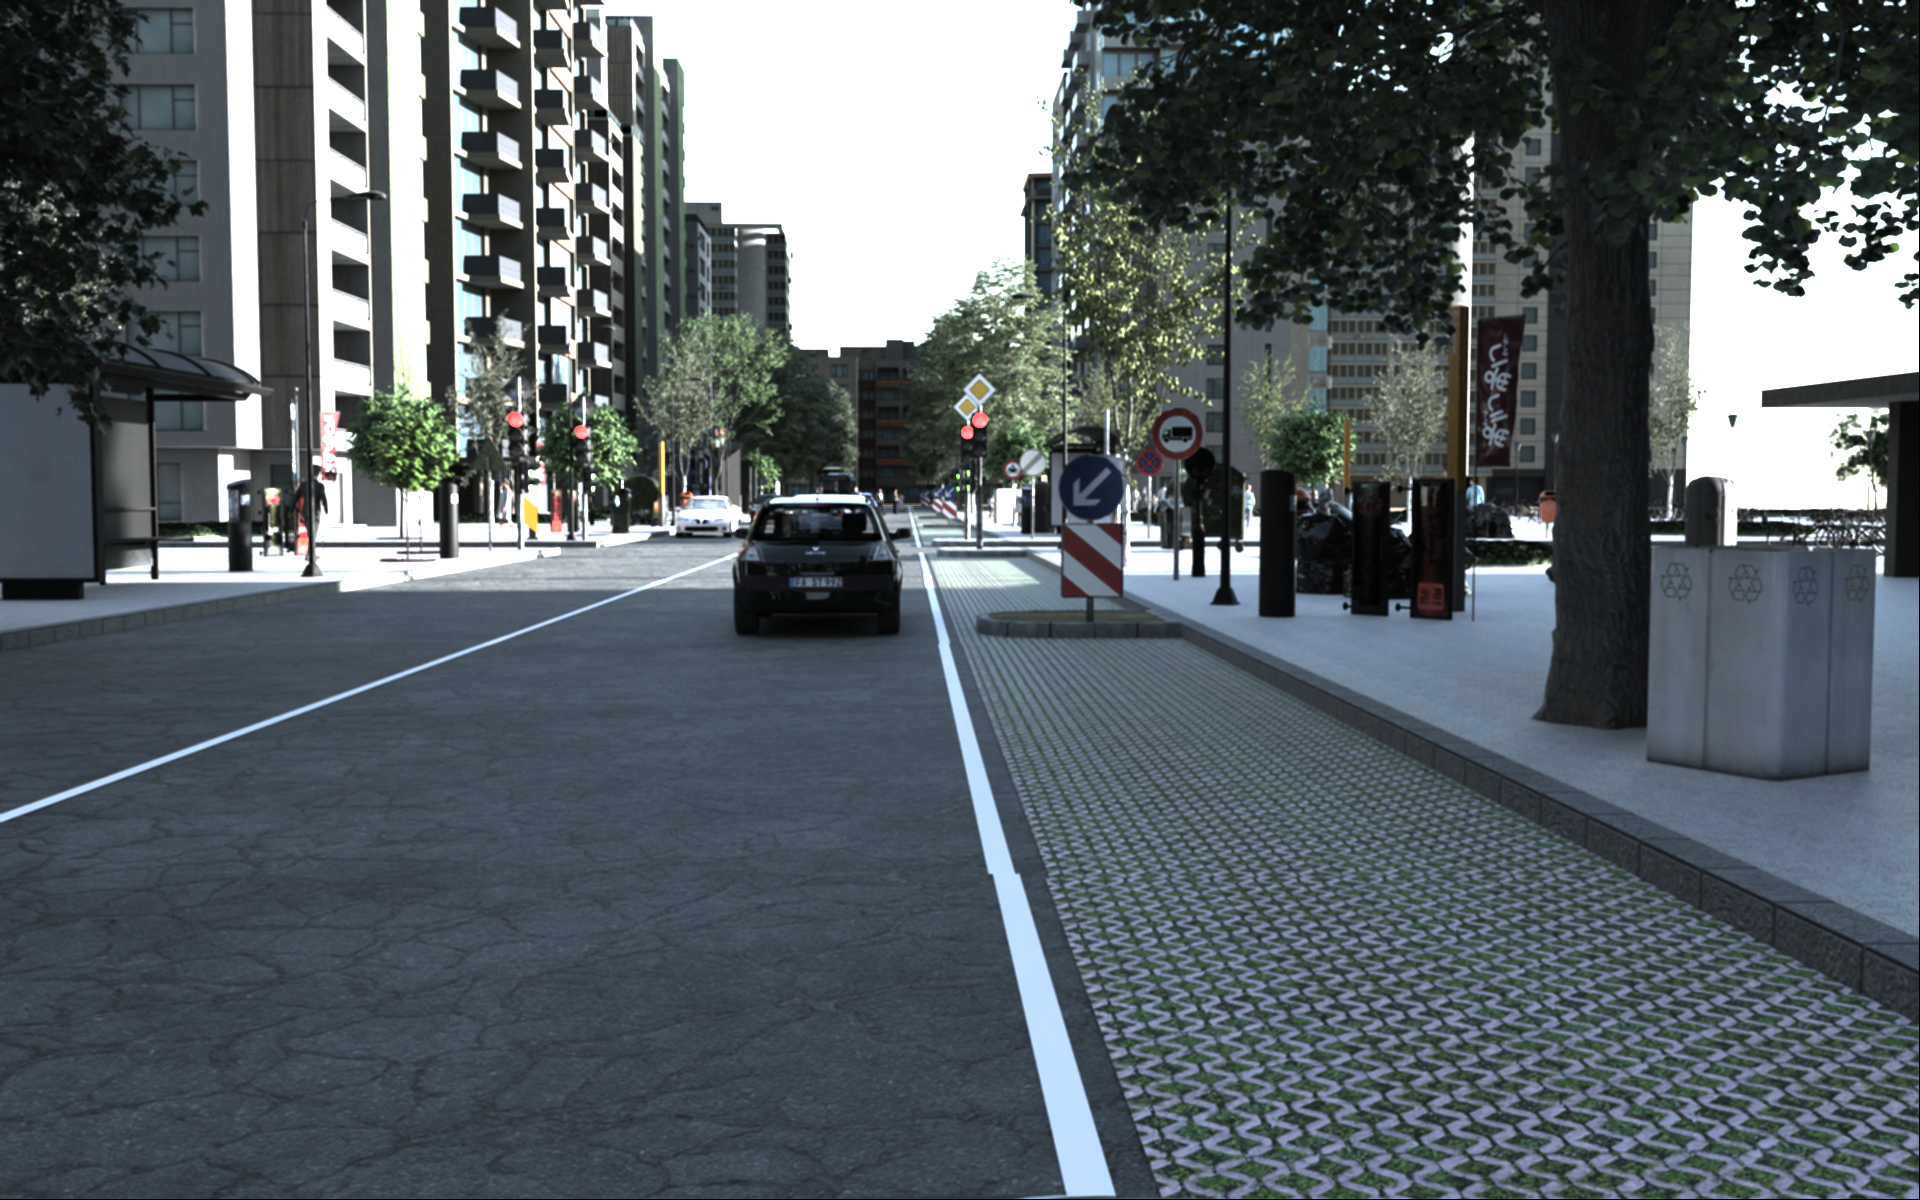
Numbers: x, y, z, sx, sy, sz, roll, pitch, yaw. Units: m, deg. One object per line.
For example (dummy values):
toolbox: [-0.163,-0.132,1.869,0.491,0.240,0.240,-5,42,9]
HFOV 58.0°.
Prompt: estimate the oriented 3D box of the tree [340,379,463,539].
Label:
tree: [-15.962,-4.021,49.451,4.285,4.588,4.351,0,3,0]

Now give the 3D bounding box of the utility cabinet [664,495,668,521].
utility cabinet: [-14.214,-4.295,81.389,1.020,1.237,0.306,-3,5,-42]

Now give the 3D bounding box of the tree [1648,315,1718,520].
tree: [29.474,-7.441,72.020,4.360,8.622,3.978,0,3,0]

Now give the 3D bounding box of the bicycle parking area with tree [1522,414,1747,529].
bicycle parking area with tree: [25.058,-4.612,62.408,8.231,4.147,9.016,1,4,22]

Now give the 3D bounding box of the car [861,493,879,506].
car: [-6.193,-6.186,110.727,1.945,1.707,3.694,0,4,-1]

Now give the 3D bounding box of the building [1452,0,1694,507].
building: [61.245,-45.290,178.745,20.611,71.187,20.563,0,4,-2]

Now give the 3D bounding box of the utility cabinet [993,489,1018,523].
utility cabinet: [2.008,-4.087,75.494,1.173,1.500,0.318,-3,4,-35]

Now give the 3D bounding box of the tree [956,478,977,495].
tree: [0.285,-7.729,120.978,1.663,3.219,1.824,0,3,0]

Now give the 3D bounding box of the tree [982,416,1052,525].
tree: [2.507,-5.441,72.669,4.285,4.588,4.351,0,3,0]

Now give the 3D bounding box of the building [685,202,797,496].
building: [-34.480,-33.093,232.951,23.993,40.220,32.217,0,4,-2]

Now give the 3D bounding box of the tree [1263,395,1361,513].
tree: [11.691,-4.528,57.743,4.285,4.588,4.351,0,3,0]

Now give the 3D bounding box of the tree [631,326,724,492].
tree: [-12.210,-7.685,76.015,4.360,8.622,3.978,0,3,0]

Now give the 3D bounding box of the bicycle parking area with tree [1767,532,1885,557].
bicycle parking area with tree: [21.451,-2.884,34.154,9.016,4.147,8.231,1,4,11]

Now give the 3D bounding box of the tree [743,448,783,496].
tree: [-14.252,-8.477,122.316,4.285,4.588,4.351,0,3,0]

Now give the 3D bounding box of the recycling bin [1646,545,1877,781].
recycling bin: [3.770,0.268,8.172,0.722,1.027,0.722,-2,4,-29]

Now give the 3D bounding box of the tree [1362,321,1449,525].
tree: [18.871,-7.479,72.648,4.360,8.622,3.978,0,3,0]

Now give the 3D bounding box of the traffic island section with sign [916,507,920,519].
traffic island section with sign: [-1.416,-5.622,100.547,1.989,1.847,2.006,0,4,-2]

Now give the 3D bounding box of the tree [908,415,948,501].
tree: [-1.418,-15.067,172.108,9.928,11.665,9.643,0,3,0]

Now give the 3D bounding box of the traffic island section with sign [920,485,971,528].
traffic island section with sign: [-0.571,-3.974,73.605,1.989,1.847,2.006,0,4,-2]

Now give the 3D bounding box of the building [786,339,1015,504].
building: [-7.872,-23.652,231.746,28.899,21.520,27.650,0,4,-2]

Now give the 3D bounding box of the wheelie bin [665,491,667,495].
wheelie bin: [-14.656,-4.683,84.481,0.693,1.594,0.980,-3,5,-41]

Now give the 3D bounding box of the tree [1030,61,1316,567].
tree: [3.015,-4.867,29.943,4.737,8.622,4.395,0,3,0]

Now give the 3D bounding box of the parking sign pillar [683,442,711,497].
parking sign pillar: [-12.813,-5.868,84.416,1.447,3.967,1.447,0,4,1]

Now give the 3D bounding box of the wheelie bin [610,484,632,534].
wheelie bin: [-10.988,-2.951,56.153,0.693,1.594,0.980,-1,4,-10]

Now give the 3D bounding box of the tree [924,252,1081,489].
tree: [1.991,-10.026,82.046,7.486,12.596,7.792,0,3,0]

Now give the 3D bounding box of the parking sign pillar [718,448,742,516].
parking sign pillar: [-13.542,-6.918,101.581,1.447,3.967,1.447,-2,4,-35]

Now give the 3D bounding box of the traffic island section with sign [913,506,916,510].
traffic island section with sign: [-3.022,-8.716,151.126,1.989,1.847,2.006,0,4,-2]

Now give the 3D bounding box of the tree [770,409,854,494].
tree: [-15.051,-14.635,173.700,8.767,10.594,7.601,-1,4,-13]

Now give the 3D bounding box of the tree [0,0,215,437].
tree: [-9.977,-5.862,12.849,9.611,12.733,9.660,0,3,0]

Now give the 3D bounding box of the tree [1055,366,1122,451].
tree: [7.310,-9.097,99.097,4.360,8.622,3.978,0,3,0]

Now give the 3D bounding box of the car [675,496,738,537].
car: [-8.556,-2.836,58.737,2.083,1.381,4.827,0,4,-3]

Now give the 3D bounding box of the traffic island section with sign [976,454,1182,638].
traffic island section with sign: [1.179,-0.576,18.039,1.989,1.847,2.006,0,4,-2]

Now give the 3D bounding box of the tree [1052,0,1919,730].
tree: [3.721,-6.279,9.312,9.857,13.997,8.962,0,3,0]

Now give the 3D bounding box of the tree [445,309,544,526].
tree: [-18.814,-7.282,69.428,4.360,8.622,3.978,0,3,0]

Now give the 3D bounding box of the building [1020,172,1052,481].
building: [21.105,-35.101,228.528,28.867,44.769,22.147,0,4,-2]

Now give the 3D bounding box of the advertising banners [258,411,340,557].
advertising banners: [-13.694,-2.435,36.008,0.090,3.025,2.074,2,4,30]

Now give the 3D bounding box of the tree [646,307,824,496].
tree: [-13.323,-10.351,95.000,9.928,11.665,9.643,0,3,0]

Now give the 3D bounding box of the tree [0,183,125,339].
tree: [-17.489,-5.027,32.556,4.360,8.622,3.978,0,3,0]

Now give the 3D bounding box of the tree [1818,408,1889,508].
tree: [56.176,-8.432,100.764,11.467,7.101,20.602,0,4,1]

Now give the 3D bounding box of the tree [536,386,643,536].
tree: [-11.401,-4.236,52.966,4.285,4.588,4.351,0,3,0]

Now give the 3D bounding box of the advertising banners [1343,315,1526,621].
advertising banners: [4.823,-1.318,17.736,0.090,3.025,2.074,-3,5,-41]

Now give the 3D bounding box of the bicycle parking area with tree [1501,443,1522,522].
bicycle parking area with tree: [27.947,-5.608,78.687,9.016,4.147,8.231,0,4,8]

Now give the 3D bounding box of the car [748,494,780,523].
car: [-9.367,-4.618,85.290,2.009,1.686,4.222,0,4,-2]

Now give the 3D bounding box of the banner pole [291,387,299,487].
banner pole: [-15.473,-3.076,40.315,0.401,3.779,0.863,-1,4,-11]

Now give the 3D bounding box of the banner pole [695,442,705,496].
banner pole: [-12.440,-5.662,82.588,0.863,3.779,0.401,3,5,44]

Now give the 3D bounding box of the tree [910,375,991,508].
tree: [-0.084,-15.018,162.557,9.611,12.733,9.660,0,3,0]

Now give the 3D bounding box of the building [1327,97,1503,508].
building: [38.745,-29.438,173.194,23.993,40.220,32.217,0,4,-2]

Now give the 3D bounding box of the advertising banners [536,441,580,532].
advertising banners: [-13.503,-3.777,57.941,0.090,3.025,2.074,2,4,33]

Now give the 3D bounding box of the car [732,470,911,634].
car: [-1.530,-0.572,19.144,2.009,1.686,4.222,0,4,-3]

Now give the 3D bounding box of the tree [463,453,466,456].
tree: [-11.701,-2.615,37.354,1.663,3.219,1.824,0,3,0]

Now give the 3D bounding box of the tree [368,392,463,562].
tree: [-10.437,-2.353,33.078,1.663,3.219,1.824,0,3,0]
